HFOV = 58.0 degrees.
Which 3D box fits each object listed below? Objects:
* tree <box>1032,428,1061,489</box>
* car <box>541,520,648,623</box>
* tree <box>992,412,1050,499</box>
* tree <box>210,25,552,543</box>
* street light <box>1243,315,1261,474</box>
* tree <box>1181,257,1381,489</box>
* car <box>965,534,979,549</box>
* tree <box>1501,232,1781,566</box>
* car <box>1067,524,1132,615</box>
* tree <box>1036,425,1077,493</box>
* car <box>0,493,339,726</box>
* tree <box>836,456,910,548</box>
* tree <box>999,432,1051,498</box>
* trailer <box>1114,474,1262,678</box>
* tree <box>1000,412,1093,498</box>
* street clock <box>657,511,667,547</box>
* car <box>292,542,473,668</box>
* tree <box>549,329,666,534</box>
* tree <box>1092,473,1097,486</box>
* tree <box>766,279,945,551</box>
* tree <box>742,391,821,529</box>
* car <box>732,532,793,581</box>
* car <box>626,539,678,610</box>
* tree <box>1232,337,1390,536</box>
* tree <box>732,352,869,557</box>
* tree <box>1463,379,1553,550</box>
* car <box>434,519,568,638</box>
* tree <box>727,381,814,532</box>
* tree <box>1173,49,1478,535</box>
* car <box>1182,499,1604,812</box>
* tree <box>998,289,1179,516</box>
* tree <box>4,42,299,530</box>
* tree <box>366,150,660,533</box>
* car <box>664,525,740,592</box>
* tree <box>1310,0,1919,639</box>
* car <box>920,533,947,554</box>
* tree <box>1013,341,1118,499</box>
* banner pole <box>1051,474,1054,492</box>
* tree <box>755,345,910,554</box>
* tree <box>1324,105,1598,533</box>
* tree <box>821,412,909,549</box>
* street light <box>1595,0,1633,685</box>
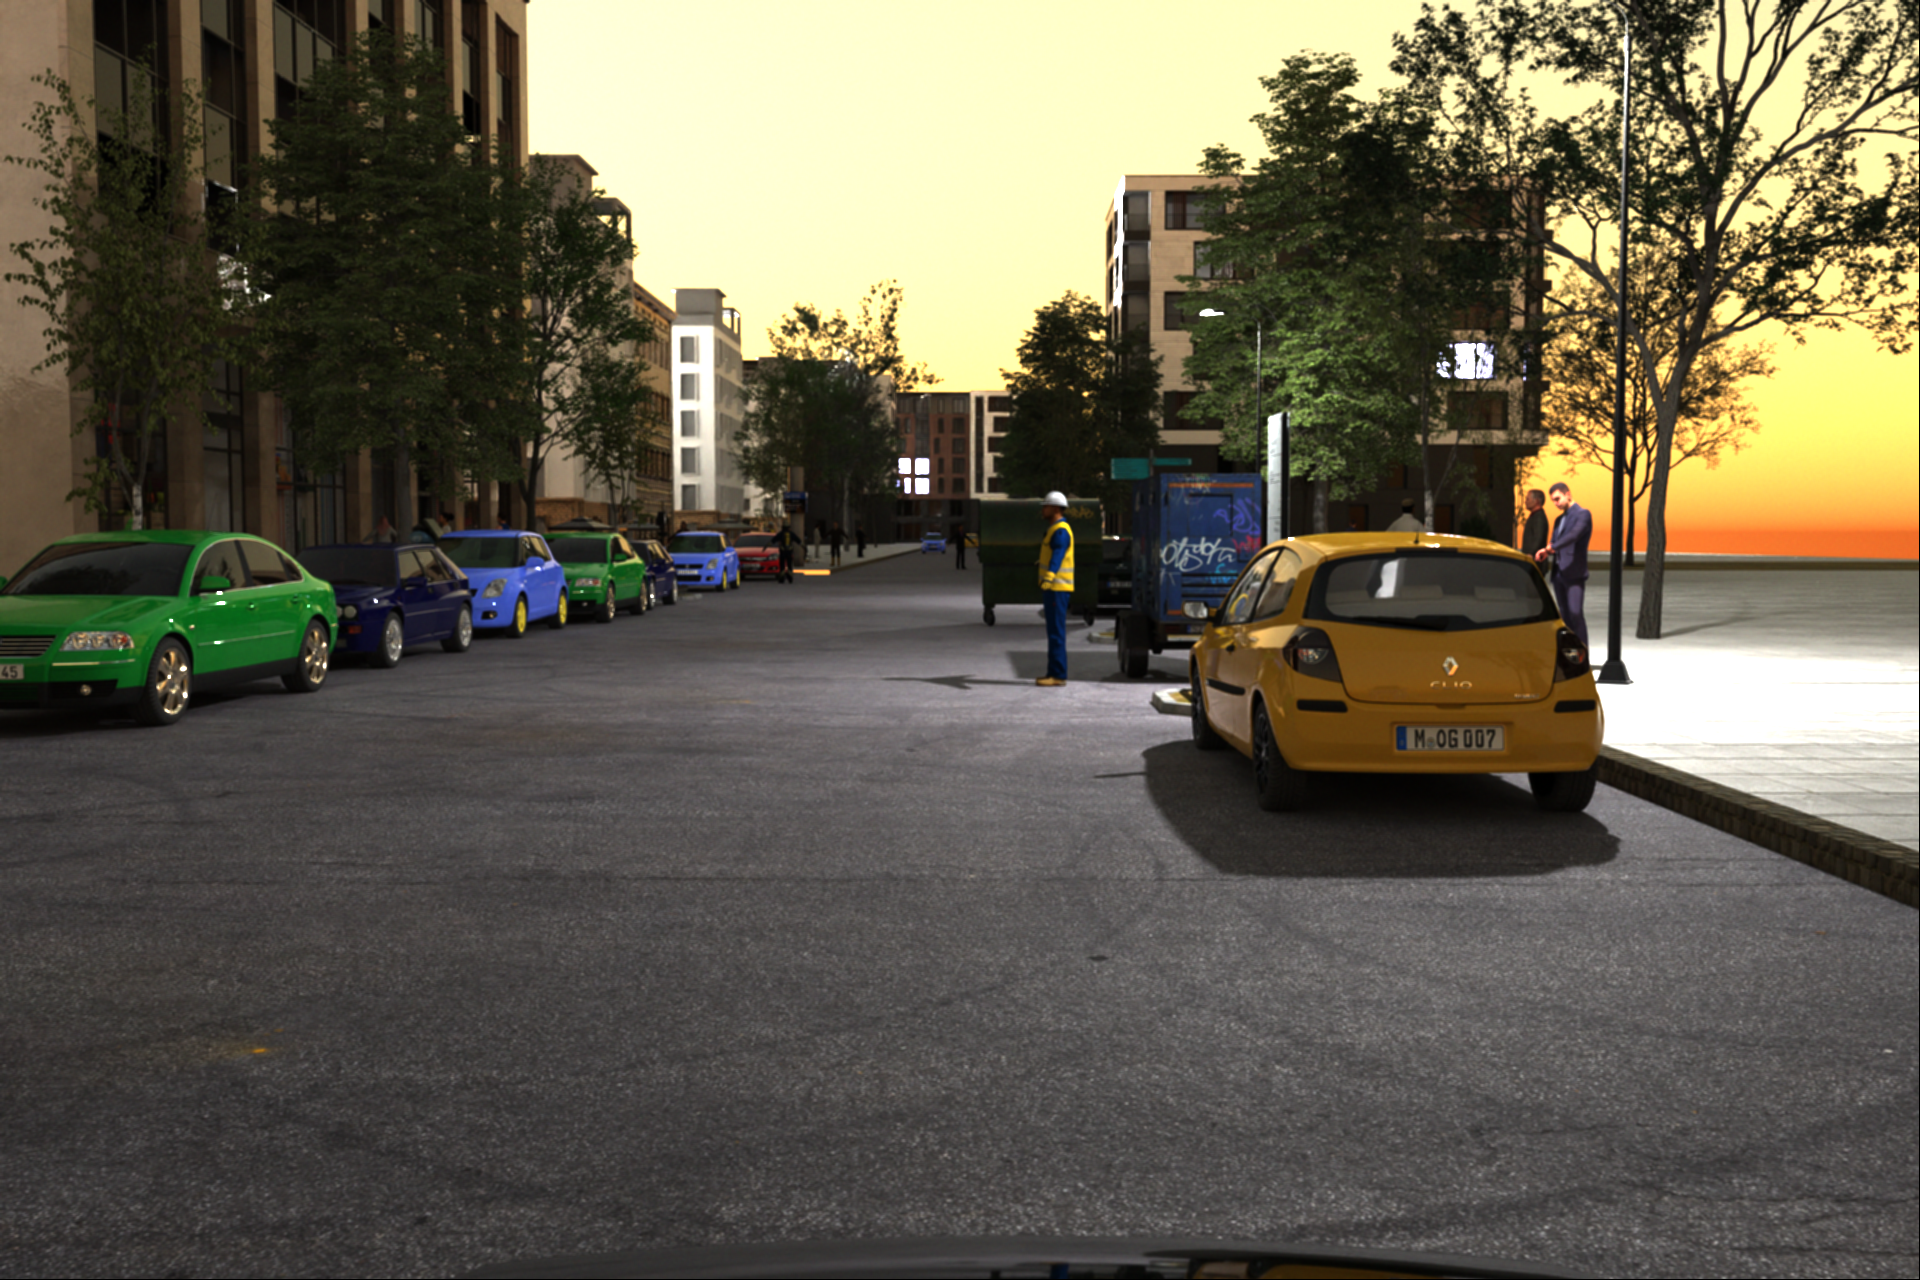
[{"bbox_3d":[6.748,-10.126,115.917,4.737,8.622,4.395,0,3,0],"label":"tree"},{"bbox_3d":[-6.485,-1.255,29.310,1.959,1.807,4.718,0,4,0],"label":"car"},{"bbox_3d":[7.729,-15.750,164.174,9.857,13.997,8.962,0,3,0],"label":"tree"},{"bbox_3d":[-13.243,-7.431,39.630,7.486,12.596,7.792,0,3,0],"label":"tree"},{"bbox_3d":[6.719,-3.870,35.814,1.470,5.913,1.316,0,4,1],"label":"street light"},{"bbox_3d":[12.115,-8.500,64.731,9.928,11.665,9.643,0,3,0],"label":"tree"},{"bbox_3d":[0.985,-9.248,161.432,2.015,1.641,3.980,0,4,0],"label":"car"},{"bbox_3d":[27.063,-9.717,69.250,12.009,13.543,11.850,0,3,0],"label":"tree"},{"bbox_3d":[2.813,-1.364,32.081,2.009,1.686,4.222,0,3,0],"label":"car"},{"bbox_3d":[6.605,-9.643,108.026,4.737,8.622,4.395,0,3,0],"label":"tree"},{"bbox_3d":[-6.735,-0.339,14.345,1.959,1.807,4.718,0,4,1],"label":"car"},{"bbox_3d":[-8.224,-13.928,162.134,7.601,10.594,8.767,0,4,-2],"label":"tree"},{"bbox_3d":[7.220,-13.673,149.316,9.928,11.665,9.643,0,3,0],"label":"tree"},{"bbox_3d":[2.366,-0.689,18.308,1.471,1.999,3.904,0,3,0],"label":"trailer"},{"bbox_3d":[7.008,-12.935,137.237,9.928,11.665,9.643,0,3,0],"label":"tree"},{"bbox_3d":[-9.517,-3.108,55.384,0.358,2.002,0.471,0,4,1],"label":"street clock"},{"bbox_3d":[-6.868,-0.436,19.710,1.945,1.354,3.894,0,4,1],"label":"car"},{"bbox_3d":[-12.138,-6.748,60.699,4.737,8.622,4.395,0,3,0],"label":"tree"},{"bbox_3d":[22.089,-21.317,255.179,9.857,13.997,8.962,0,3,0],"label":"tree"},{"bbox_3d":[-6.938,-16.602,127.337,12.611,20.169,13.585,0,3,0],"label":"tree"},{"bbox_3d":[-8.712,-8.470,88.847,4.360,8.622,3.978,0,3,0],"label":"tree"},{"bbox_3d":[-6.321,-2.790,54.657,2.155,1.783,4.494,0,4,0],"label":"car"},{"bbox_3d":[-6.630,-1.299,33.826,1.945,1.354,3.894,0,4,0],"label":"car"},{"bbox_3d":[15.203,-8.594,74.929,7.601,10.594,8.767,-1,4,-12],"label":"tree"},{"bbox_3d":[-9.002,-10.539,98.075,9.928,11.665,9.643,0,3,0],"label":"tree"},{"bbox_3d":[26.153,-7.966,80.609,4.360,8.622,3.978,0,3,0],"label":"tree"},{"bbox_3d":[-6.846,-0.938,24.933,1.945,1.707,3.694,0,4,1],"label":"car"},{"bbox_3d":[-8.555,-8.092,82.671,4.360,8.622,3.978,0,3,0],"label":"tree"},{"bbox_3d":[8.770,-7.549,41.554,7.486,12.596,7.792,0,3,0],"label":"tree"},{"bbox_3d":[2.402,-0.009,10.364,2.015,1.641,3.980,0,4,0],"label":"car"},{"bbox_3d":[6.552,-11.198,89.749,9.857,13.997,8.962,0,3,0],"label":"tree"},{"bbox_3d":[-12.711,-4.679,26.870,4.737,8.622,4.395,0,3,0],"label":"tree"},{"bbox_3d":[-12.177,-7.499,48.364,9.928,11.665,9.643,0,3,0],"label":"tree"},{"bbox_3d":[-6.630,-2.103,43.971,1.945,1.707,3.694,0,4,1],"label":"car"},{"bbox_3d":[8.327,-5.273,20.625,8.767,10.594,7.601,1,4,18],"label":"tree"},{"bbox_3d":[-1.934,-7.226,127.741,1.945,1.707,3.694,0,4,1],"label":"car"},{"bbox_3d":[3.724,-7.131,66.953,4.360,8.622,3.978,0,3,0],"label":"tree"},{"bbox_3d":[3.815,-4.980,71.440,0.401,3.779,0.863,0,4,0],"label":"banner pole"},{"bbox_3d":[-8.075,-12.314,111.708,12.009,13.543,11.850,0,3,0],"label":"tree"},{"bbox_3d":[8.018,-4.882,30.191,4.360,8.622,3.978,0,3,0],"label":"tree"},{"bbox_3d":[-8.156,-13.469,145.979,9.928,11.665,9.643,0,3,0],"label":"tree"},{"bbox_3d":[6.167,-2.579,14.711,1.470,5.913,1.316,0,4,1],"label":"street light"}]
